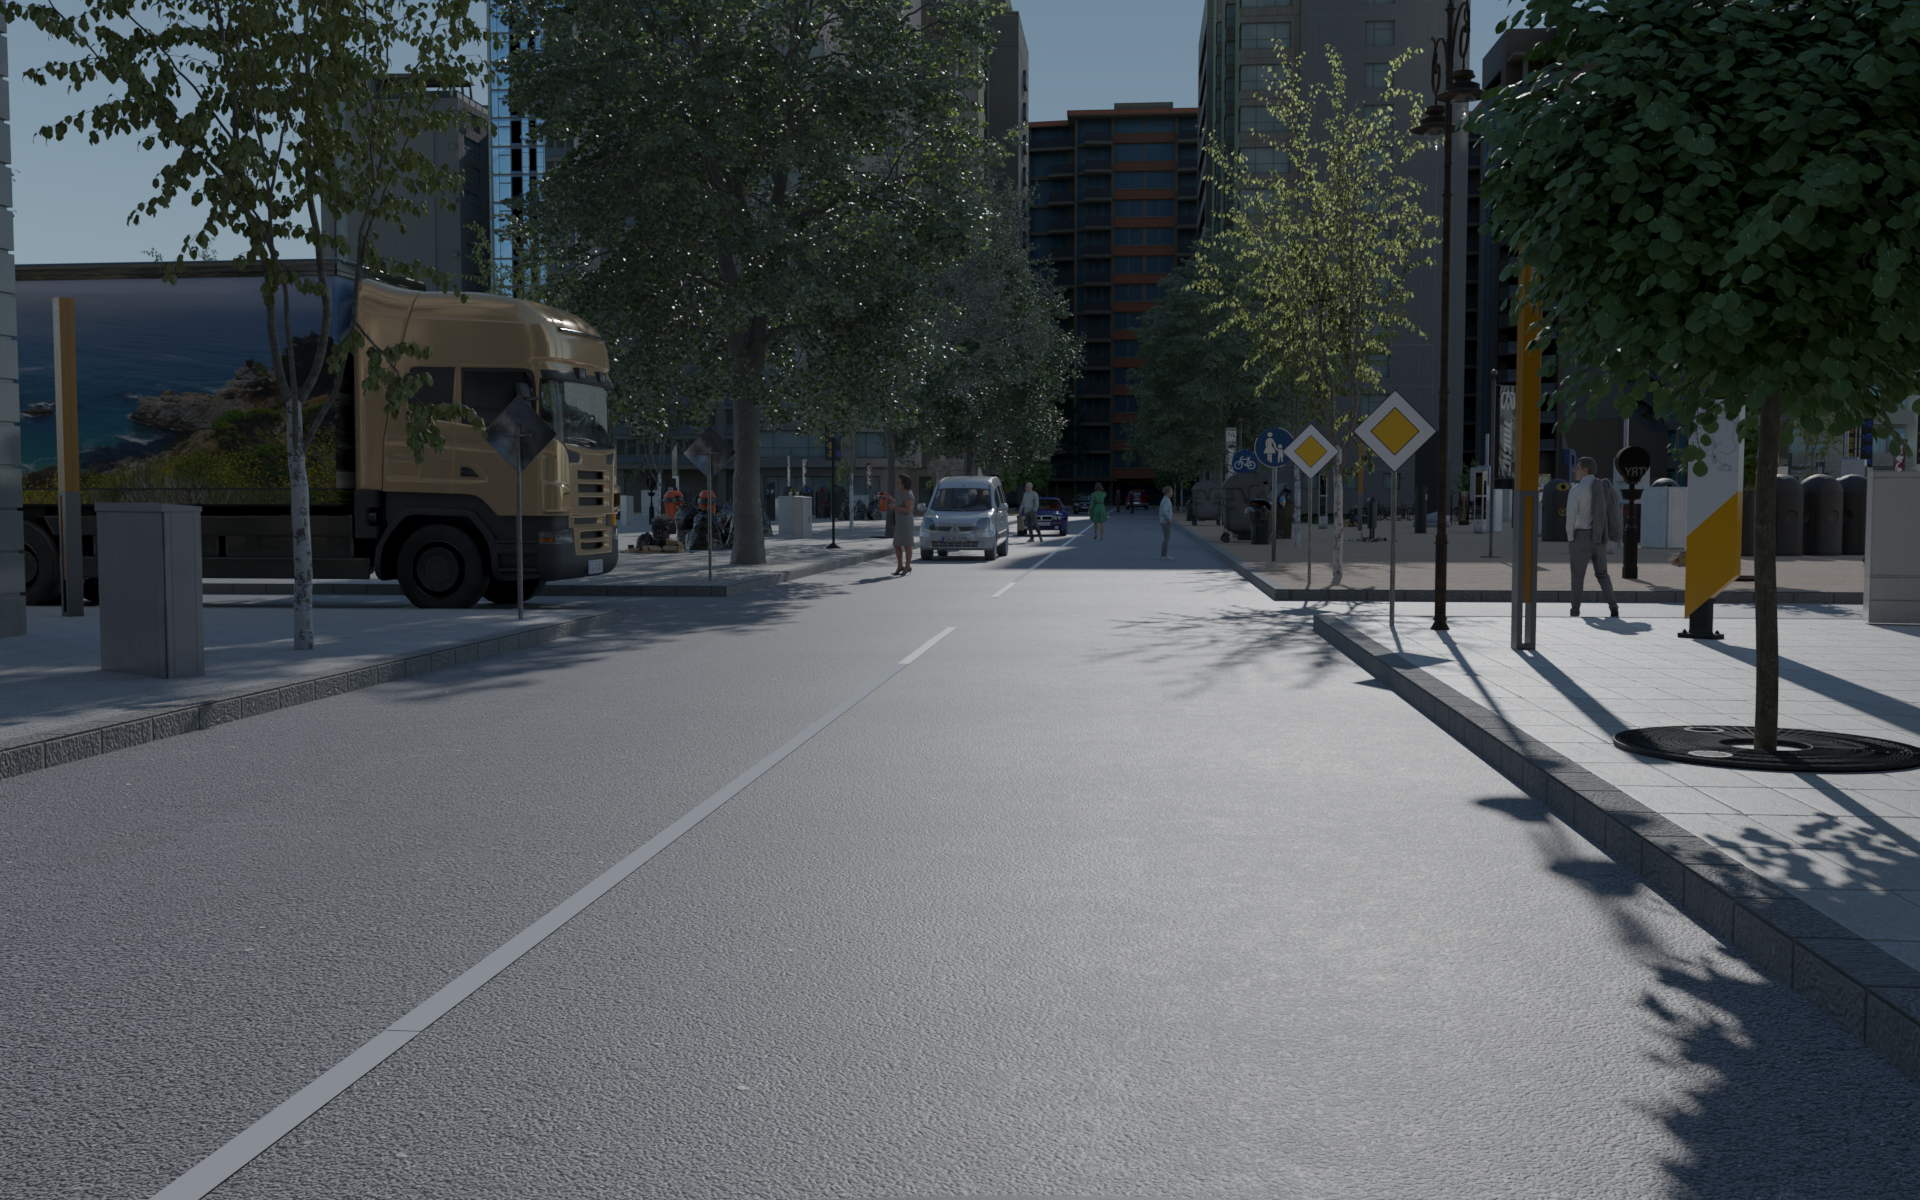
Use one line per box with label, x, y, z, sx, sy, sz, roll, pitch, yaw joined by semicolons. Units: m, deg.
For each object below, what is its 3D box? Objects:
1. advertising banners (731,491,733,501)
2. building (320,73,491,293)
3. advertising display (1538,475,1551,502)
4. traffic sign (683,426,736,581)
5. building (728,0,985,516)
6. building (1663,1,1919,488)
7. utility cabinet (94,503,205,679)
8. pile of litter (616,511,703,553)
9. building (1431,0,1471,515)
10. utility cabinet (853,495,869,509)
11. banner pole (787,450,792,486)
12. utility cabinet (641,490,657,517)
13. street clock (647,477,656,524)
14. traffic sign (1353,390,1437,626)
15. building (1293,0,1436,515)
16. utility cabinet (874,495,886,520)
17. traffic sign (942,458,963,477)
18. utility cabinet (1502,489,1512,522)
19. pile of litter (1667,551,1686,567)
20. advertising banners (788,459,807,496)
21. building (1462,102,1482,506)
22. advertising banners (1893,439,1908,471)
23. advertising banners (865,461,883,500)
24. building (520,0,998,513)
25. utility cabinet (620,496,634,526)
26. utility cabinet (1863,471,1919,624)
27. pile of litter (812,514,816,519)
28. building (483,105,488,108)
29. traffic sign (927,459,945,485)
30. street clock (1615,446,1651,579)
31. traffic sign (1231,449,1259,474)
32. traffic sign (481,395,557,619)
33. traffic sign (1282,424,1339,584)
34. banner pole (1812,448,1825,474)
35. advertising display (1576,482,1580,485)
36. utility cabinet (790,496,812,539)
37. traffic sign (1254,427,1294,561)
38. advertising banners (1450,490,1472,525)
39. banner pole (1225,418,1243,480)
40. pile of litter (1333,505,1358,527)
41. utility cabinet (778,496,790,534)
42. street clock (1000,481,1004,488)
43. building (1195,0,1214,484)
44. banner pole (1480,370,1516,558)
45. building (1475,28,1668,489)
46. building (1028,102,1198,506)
advertising banners;-9.470;-4.725;73.443;0.090;3.025;2.074;0;4;4
building;-53.413;-29.846;171.571;14.086;41.232;14.154;0;4;6
advertising display;20.040;-3.343;59.872;0.974;1.923;0.123;-2;4;-32
traffic sign;-3.701;-1.345;25.628;0.795;2.450;0.064;0;4;6
building;-6.005;-25.957;107.997;14.154;41.232;14.086;0;4;6
building;78.630;-32.673;153.812;30.456;49.044;23.786;0;4;6
utility cabinet;-5.789;-0.075;12.389;1.020;1.237;0.306;3;5;40
pile of litter;-6.517;-1.456;37.772;1.719;0.858;1.176;1;4;15
building;24.911;-26.279;113.257;14.154;41.232;14.086;0;4;6
utility cabinet;-5.603;-5.232;96.711;1.020;1.237;0.306;2;4;28
banner pole;-9.696;-6.637;98.529;0.401;3.779;0.863;-1;4;-22
utility cabinet;-17.205;-5.382;96.668;1.173;1.500;0.318;2;4;24
street clock;-13.024;-4.193;73.122;0.358;2.002;0.471;-2;4;-34
traffic sign;4.199;-0.804;16.792;0.795;2.450;0.064;0;4;6
building;26.133;-27.136;127.265;14.154;41.232;14.086;0;4;6
utility cabinet;-3.760;-4.601;86.390;1.020;1.237;0.306;0;4;4
traffic sign;-0.268;-3.729;61.069;0.768;2.556;0.104;1;4;12
utility cabinet;24.916;-4.348;79.771;0.318;1.500;1.173;-2;4;-33
pile of litter;13.206;-1.037;30.917;1.719;0.858;1.176;-3;5;-42
advertising banners;-8.178;-5.571;87.273;0.090;3.025;2.074;-2;4;-32
building;62.983;-32.884;192.283;28.867;44.769;22.147;0;4;6
advertising banners;29.548;-3.638;55.663;0.090;3.025;2.074;-1;4;-18
advertising banners;-4.303;-5.896;92.580;2.074;3.025;0.090;-3;5;-44
building;-13.294;-26.665;127.856;32.217;40.220;23.993;0;4;6
utility cabinet;-13.510;-3.617;70.298;0.306;1.237;1.020;-2;4;-25
utility cabinet;9.507;-0.503;16.896;1.173;1.500;0.318;1;4;17
pile of litter;-8.163;-4.685;90.563;1.719;0.858;1.176;-1;4;-22
building;-54.525;-33.610;199.642;14.200;45.320;14.600;0;4;6
traffic sign;-0.817;-3.853;63.099;0.768;2.556;0.104;1;4;11
street clock;10.166;-1.325;26.226;0.471;2.002;0.358;0;4;7
traffic sign;8.109;-3.012;49.357;0.768;2.556;0.104;0;4;8
traffic sign;-4.499;-0.859;17.683;0.795;2.450;0.064;0;4;6
traffic sign;4.997;-1.290;24.737;0.795;2.450;0.064;0;4;6
banner pole;46.061;-6.306;93.127;0.401;3.779;0.863;-3;5;-42
advertising display;33.806;-5.495;95.063;0.974;1.923;0.123;2;4;34
utility cabinet;-4.526;-2.372;49.949;0.306;1.237;1.020;1;4;10
traffic sign;5.998;-2.015;33.044;0.768;2.556;0.104;1;4;13
advertising banners;20.027;-4.583;71.113;2.074;3.025;0.090;-1;4;-9
banner pole;9.052;-4.103;57.093;0.863;3.779;0.401;-2;4;-30
pile of litter;15.192;-3.295;67.846;1.176;0.858;1.719;2;4;23
utility cabinet;-5.370;-2.705;55.395;1.020;1.237;0.306;3;5;42
street clock;2.203;-5.456;93.781;0.358;2.002;0.471;-1;4;-11
building;32.816;-32.724;158.745;21.300;48.544;21.600;0;4;6
banner pole;10.953;-2.754;35.047;0.863;3.779;0.401;-2;4;-25
building;56.932;-31.266;161.313;14.200;45.320;14.600;0;4;6
building;19.991;-33.154;196.690;28.867;44.769;22.147;0;4;6
